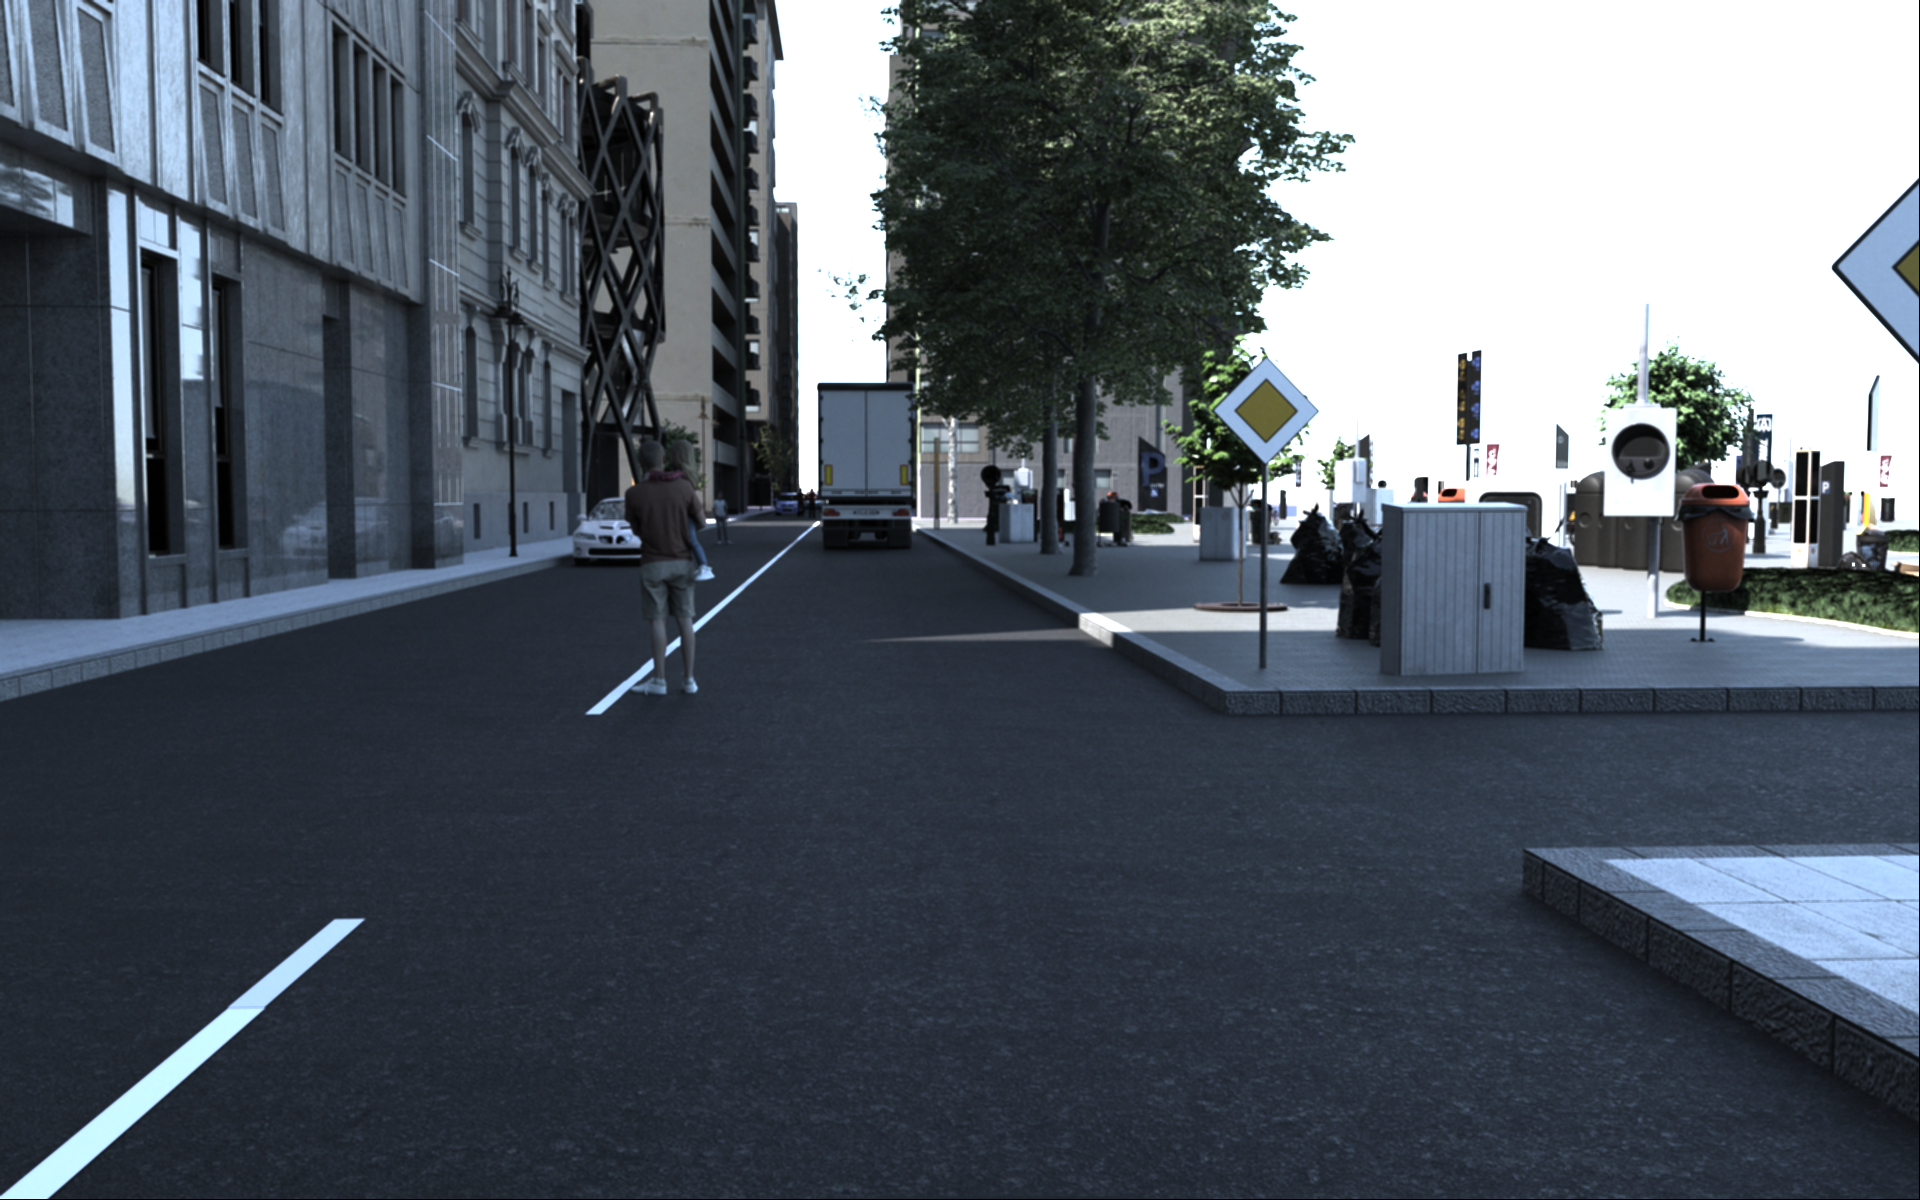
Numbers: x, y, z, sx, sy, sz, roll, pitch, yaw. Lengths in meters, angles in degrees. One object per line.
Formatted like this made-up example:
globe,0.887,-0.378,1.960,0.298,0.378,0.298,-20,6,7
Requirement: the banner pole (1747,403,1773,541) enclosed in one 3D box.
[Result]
banner pole,21.811,-3.510,47.401,0.401,3.779,0.863,-3,5,-43

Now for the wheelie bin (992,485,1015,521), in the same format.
wheelie bin,1.455,-3.220,60.554,0.980,1.594,0.693,1,4,18

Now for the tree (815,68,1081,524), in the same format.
tree,0.130,-13.453,75.846,12.611,20.169,13.585,0,3,0

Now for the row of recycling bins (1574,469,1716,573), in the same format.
row of recycling bins,11.660,-1.377,29.632,1.069,1.692,3.534,-1,4,-10

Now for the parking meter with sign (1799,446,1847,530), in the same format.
parking meter with sign,31.140,-4.047,62.426,0.543,3.016,1.738,-2,4,-24

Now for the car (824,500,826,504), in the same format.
car,-15.031,-10.466,183.127,2.014,1.417,4.499,0,4,-4

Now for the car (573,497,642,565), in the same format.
car,-6.917,-1.472,36.421,2.083,1.381,4.827,0,4,-3

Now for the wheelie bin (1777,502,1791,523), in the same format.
wheelie bin,36.359,-4.179,76.240,0.980,1.594,0.693,1,4,20

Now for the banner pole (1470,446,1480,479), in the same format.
banner pole,24.505,-5.663,82.613,0.401,3.779,0.863,-2,4,-24

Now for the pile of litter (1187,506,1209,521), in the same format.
pile of litter,11.719,-4.230,83.125,1.719,0.858,1.176,1,4,23

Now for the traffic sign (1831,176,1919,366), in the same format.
traffic sign,2.729,-0.067,4.737,0.795,2.450,0.064,0,4,-4

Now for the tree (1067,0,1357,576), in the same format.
tree,2.385,-6.667,27.126,7.486,12.596,7.792,0,3,0

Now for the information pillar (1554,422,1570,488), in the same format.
information pillar,19.712,-4.002,56.780,0.504,3.616,0.183,-1,4,-11

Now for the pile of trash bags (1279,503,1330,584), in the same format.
pile of trash bags,6.004,-0.875,24.058,1.912,1.369,3.447,-2,4,-24

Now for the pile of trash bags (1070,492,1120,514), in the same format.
pile of trash bags,6.108,-4.525,83.738,3.447,1.369,1.912,-1,4,-21

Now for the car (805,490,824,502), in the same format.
car,-14.636,-10.067,173.272,2.281,1.827,5.304,0,4,-5

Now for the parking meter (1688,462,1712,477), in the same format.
parking meter,13.446,-1.580,31.543,0.399,1.863,0.255,-2,4,-25

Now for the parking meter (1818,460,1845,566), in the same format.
parking meter,15.192,-1.499,30.217,0.255,1.863,0.399,-1,4,-11

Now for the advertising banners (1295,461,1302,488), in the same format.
advertising banners,15.536,-4.922,76.661,2.074,3.025,0.090,-2,4,-28

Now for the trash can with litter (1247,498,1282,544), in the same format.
trash can with litter,7.781,-2.017,44.357,0.624,1.170,1.055,3,5,39

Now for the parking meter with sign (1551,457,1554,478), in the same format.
parking meter with sign,27.005,-5.218,81.574,1.738,3.016,0.543,1,4,17

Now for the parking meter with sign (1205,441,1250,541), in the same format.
parking meter with sign,7.554,-3.118,47.238,1.738,3.016,0.543,1,4,15

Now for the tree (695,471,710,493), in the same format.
tree,-13.227,-5.585,85.913,1.663,3.219,1.824,0,3,0

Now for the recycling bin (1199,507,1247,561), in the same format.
recycling bin,5.107,-1.288,33.620,0.722,1.027,0.722,2,4,30

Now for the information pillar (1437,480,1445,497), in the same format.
information pillar,24.905,-5.212,89.701,0.304,2.012,0.304,-3,5,-44

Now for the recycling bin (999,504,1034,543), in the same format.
recycling bin,1.487,-2.031,45.758,0.722,1.027,0.722,-1,4,-22

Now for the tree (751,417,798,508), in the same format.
tree,-17.519,-13.039,163.557,4.737,8.622,4.395,0,3,0

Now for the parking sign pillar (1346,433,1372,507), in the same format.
parking sign pillar,17.536,-5.392,76.632,1.447,3.967,1.447,2,4,33

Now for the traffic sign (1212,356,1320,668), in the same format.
traffic sign,2.230,-0.554,12.707,0.795,2.450,0.064,0,4,-4

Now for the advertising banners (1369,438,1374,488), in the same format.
advertising banners,13.350,-3.618,55.344,0.090,3.025,2.074,2,4,29

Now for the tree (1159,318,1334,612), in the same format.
tree,2.989,-1.501,19.145,1.663,3.219,1.824,0,3,0

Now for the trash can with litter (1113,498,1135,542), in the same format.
trash can with litter,4.289,-2.115,45.975,0.624,1.170,1.055,1,4,15

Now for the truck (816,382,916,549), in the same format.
truck,-2.576,-3.664,48.816,2.839,4.237,11.283,0,4,-2

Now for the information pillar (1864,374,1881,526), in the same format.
information pillar,17.777,-2.594,33.760,0.183,3.616,0.504,3,5,44

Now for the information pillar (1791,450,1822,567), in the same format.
information pillar,14.096,-1.490,28.853,0.304,2.012,0.304,-2,4,-31

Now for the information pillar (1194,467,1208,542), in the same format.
information pillar,6.402,-2.540,46.014,0.304,2.012,0.304,2,4,28

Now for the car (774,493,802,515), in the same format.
car,-11.661,-6.629,117.970,1.945,1.707,3.694,0,4,-2

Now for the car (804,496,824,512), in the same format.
car,-11.701,-7.672,137.437,2.014,1.417,4.499,0,4,-6

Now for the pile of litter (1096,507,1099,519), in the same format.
pile of litter,5.863,-3.450,70.367,1.719,0.858,1.176,0,4,8

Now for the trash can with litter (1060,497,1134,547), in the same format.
trash can with litter,3.276,-1.927,42.561,2.233,1.210,1.678,0,4,-4

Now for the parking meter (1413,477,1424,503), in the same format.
parking meter,15.296,-3.186,57.795,0.255,1.863,0.399,0,4,-1

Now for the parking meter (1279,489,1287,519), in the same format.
parking meter,16.530,-4.905,88.608,0.372,1.533,0.369,0,3,0

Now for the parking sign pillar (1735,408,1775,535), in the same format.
parking sign pillar,25.041,-4.056,54.782,1.447,3.967,1.447,1,4,15

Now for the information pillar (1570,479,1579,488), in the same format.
information pillar,30.588,-5.005,86.322,0.304,2.012,0.304,-1,4,-15

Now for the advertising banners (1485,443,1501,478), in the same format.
advertising banners,17.737,-3.908,60.080,2.074,3.025,0.090,3,5,42

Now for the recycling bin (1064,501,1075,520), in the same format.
recycling bin,3.752,-2.920,60.299,0.722,1.027,0.722,-1,4,-13

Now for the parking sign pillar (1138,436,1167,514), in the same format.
parking sign pillar,8.989,-5.648,80.813,1.447,3.967,1.447,-1,4,-14

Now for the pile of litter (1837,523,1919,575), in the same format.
pile of litter,13.365,-0.669,24.902,1.719,0.858,1.176,-1,4,-12

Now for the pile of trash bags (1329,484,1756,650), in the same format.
pile of trash bags,5.056,-0.323,15.038,3.447,1.369,1.912,0,4,8

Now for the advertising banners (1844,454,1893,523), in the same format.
advertising banners,40.239,-4.939,76.948,2.074,3.025,0.090,1,4,23

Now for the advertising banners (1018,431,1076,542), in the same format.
advertising banners,2.549,-3.080,46.542,2.074,3.025,0.090,-1,4,-17

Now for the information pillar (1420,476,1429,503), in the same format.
information pillar,18.796,-4.011,70.068,0.304,2.012,0.304,0,4,2

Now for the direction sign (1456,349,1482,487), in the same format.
direction sign,8.079,-2.175,27.560,0.379,3.537,0.876,0,4,-8

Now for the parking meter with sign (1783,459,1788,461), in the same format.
parking meter with sign,41.516,-5.457,85.478,0.543,3.016,1.738,-2,4,-26
